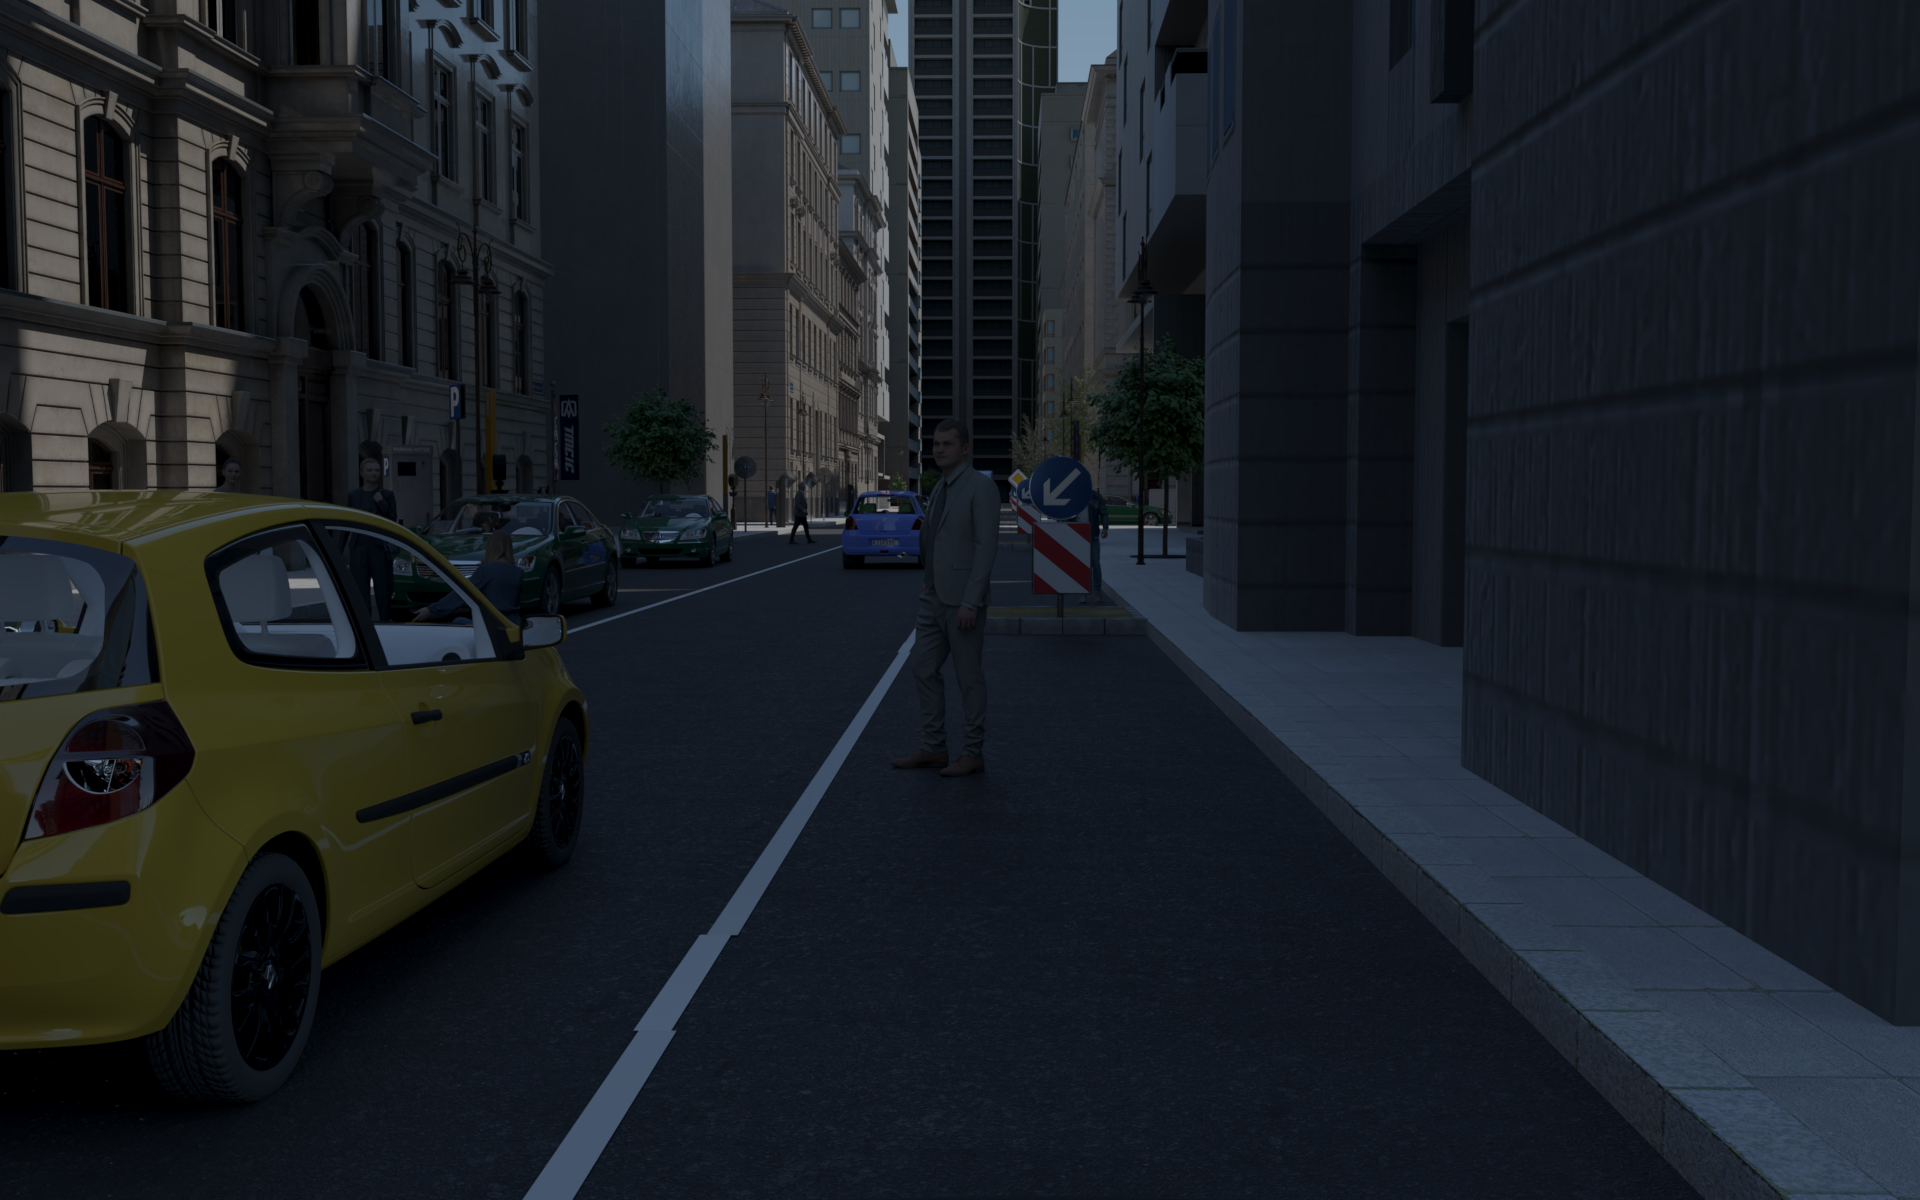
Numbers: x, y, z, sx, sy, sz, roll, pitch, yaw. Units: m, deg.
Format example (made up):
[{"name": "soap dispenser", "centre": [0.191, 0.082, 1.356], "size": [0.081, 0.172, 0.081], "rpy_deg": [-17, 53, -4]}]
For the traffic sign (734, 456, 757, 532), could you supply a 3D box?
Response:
[{"name": "traffic sign", "centre": [-7.196, -3.544, 58.046], "size": [0.768, 2.556, 0.104], "rpy_deg": [0, 4, 3]}]

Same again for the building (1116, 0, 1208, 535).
[{"name": "building", "centre": [18.979, -28.296, 51.886], "size": [28.713, 52.752, 27.495], "rpy_deg": [0, 4, 2]}]

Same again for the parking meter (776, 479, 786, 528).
[{"name": "parking meter", "centre": [-6.856, -3.700, 66.209], "size": [0.255, 1.863, 0.399], "rpy_deg": [-2, 4, -33]}]

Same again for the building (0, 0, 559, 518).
[{"name": "building", "centre": [-16.802, -12.881, 29.696], "size": [14.460, 24.649, 34.723], "rpy_deg": [0, 4, 2]}]

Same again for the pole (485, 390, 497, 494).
[{"name": "pole", "centre": [-9.243, -2.467, 34.173], "size": [0.158, 3.312, 0.155], "rpy_deg": [0, 3, 0]}]

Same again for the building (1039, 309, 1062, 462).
[{"name": "building", "centre": [22.114, -20.251, 176.144], "size": [27.650, 21.520, 28.899], "rpy_deg": [0, 4, 2]}]

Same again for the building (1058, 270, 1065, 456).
[{"name": "building", "centre": [13.156, -17.876, 141.419], "size": [9.793, 20.994, 18.267], "rpy_deg": [0, 4, 2]}]

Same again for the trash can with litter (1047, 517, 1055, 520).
[{"name": "trash can with litter", "centre": [4.744, -4.591, 86.446], "size": [0.624, 1.170, 1.055], "rpy_deg": [-2, 4, -30]}]

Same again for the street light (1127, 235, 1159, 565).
[{"name": "street light", "centre": [3.276, -3.574, 31.225], "size": [0.468, 5.910, 1.993], "rpy_deg": [0, 4, 2]}]

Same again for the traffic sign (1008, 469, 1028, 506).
[{"name": "traffic sign", "centre": [2.289, -3.955, 68.302], "size": [0.795, 2.450, 0.064], "rpy_deg": [0, 4, 2]}]

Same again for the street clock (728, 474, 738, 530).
[{"name": "street clock", "centre": [-8.033, -3.477, 61.417], "size": [0.358, 2.002, 0.471], "rpy_deg": [1, 4, 12]}]

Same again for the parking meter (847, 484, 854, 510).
[{"name": "parking meter", "centre": [-6.533, -5.986, 103.581], "size": [0.255, 1.863, 0.399], "rpy_deg": [2, 4, 30]}]

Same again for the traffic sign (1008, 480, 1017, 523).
[{"name": "traffic sign", "centre": [2.507, -4.443, 76.284], "size": [0.795, 2.450, 0.064], "rpy_deg": [0, 4, 2]}]

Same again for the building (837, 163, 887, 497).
[{"name": "building", "centre": [-13.282, -21.144, 133.087], "size": [14.401, 28.519, 23.554], "rpy_deg": [0, 4, 2]}]

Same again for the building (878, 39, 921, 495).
[{"name": "building", "centre": [-15.720, -34.605, 189.500], "size": [21.300, 48.544, 21.600], "rpy_deg": [0, 4, 2]}]

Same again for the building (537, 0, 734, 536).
[{"name": "building", "centre": [-23.651, -14.747, 60.186], "size": [30.058, 24.678, 14.314], "rpy_deg": [0, 4, 2]}]

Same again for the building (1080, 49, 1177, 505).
[{"name": "building", "centre": [15.851, -15.460, 81.650], "size": [19.941, 23.489, 11.050], "rpy_deg": [0, 4, 2]}]

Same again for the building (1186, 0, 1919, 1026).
[{"name": "building", "centre": [13.122, -28.995, 16.070], "size": [21.231, 58.520, 28.212], "rpy_deg": [0, 4, 2]}]

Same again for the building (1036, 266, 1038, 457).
[{"name": "building", "centre": [16.597, -27.362, 219.076], "size": [14.160, 30.474, 14.107], "rpy_deg": [0, 4, 2]}]

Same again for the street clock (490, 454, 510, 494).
[{"name": "street clock", "centre": [-8.416, -1.658, 31.683], "size": [0.358, 2.002, 0.471], "rpy_deg": [-1, 4, -18]}]

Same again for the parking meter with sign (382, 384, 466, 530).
[{"name": "parking meter with sign", "centre": [-8.687, -1.892, 27.194], "size": [1.738, 3.016, 0.543], "rpy_deg": [-2, 4, -34]}]

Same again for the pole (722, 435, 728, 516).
[{"name": "pole", "centre": [-8.097, -4.033, 59.781], "size": [0.158, 3.312, 0.155], "rpy_deg": [0, 3, 0]}]

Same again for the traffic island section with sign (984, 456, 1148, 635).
[{"name": "traffic island section with sign", "centre": [0.958, -0.612, 18.633], "size": [1.989, 1.847, 2.006], "rpy_deg": [0, 4, 2]}]

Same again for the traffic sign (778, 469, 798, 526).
[{"name": "traffic sign", "centre": [-6.802, -3.971, 68.571], "size": [0.795, 2.450, 0.064], "rpy_deg": [0, 4, 2]}]

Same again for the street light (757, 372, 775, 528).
[{"name": "street light", "centre": [-7.338, -5.674, 65.551], "size": [0.468, 5.910, 1.993], "rpy_deg": [0, 4, 2]}]

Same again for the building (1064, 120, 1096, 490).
[{"name": "building", "centre": [17.132, -18.988, 114.975], "size": [19.350, 26.468, 34.151], "rpy_deg": [0, 4, 2]}]

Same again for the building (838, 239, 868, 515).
[{"name": "building", "centre": [-11.974, -15.127, 111.952], "size": [10.561, 19.102, 19.286], "rpy_deg": [0, 4, 2]}]

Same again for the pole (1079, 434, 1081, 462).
[{"name": "pole", "centre": [3.982, -3.952, 58.458], "size": [0.158, 3.312, 0.155], "rpy_deg": [0, 3, 0]}]

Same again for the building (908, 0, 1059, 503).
[{"name": "building", "centre": [3.479, -49.293, 244.186], "size": [20.611, 71.187, 20.563], "rpy_deg": [0, 4, 2]}]

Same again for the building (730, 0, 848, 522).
[{"name": "building", "centre": [-13.080, -17.878, 89.569], "size": [12.463, 27.353, 25.104], "rpy_deg": [0, 4, 2]}]

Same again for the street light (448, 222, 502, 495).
[{"name": "street light", "centre": [-8.296, -3.486, 29.782], "size": [0.468, 5.910, 1.993], "rpy_deg": [0, 4, 2]}]

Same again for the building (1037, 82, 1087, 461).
[{"name": "building", "centre": [19.826, -35.285, 200.609], "size": [21.300, 48.544, 21.600], "rpy_deg": [0, 4, 2]}]

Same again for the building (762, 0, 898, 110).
[{"name": "building", "centre": [-20.904, -35.215, 165.003], "size": [28.713, 52.752, 27.495], "rpy_deg": [0, 4, 2]}]

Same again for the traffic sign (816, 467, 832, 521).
[{"name": "traffic sign", "centre": [-6.520, -5.062, 82.876], "size": [0.768, 2.556, 0.104], "rpy_deg": [0, 4, 8]}]

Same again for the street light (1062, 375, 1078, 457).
[{"name": "street light", "centre": [4.342, -5.798, 67.592], "size": [0.468, 5.910, 1.993], "rpy_deg": [0, 4, 2]}]

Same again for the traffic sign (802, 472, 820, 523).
[{"name": "traffic sign", "centre": [-6.583, -4.459, 76.553], "size": [0.795, 2.450, 0.064], "rpy_deg": [0, 4, 2]}]
